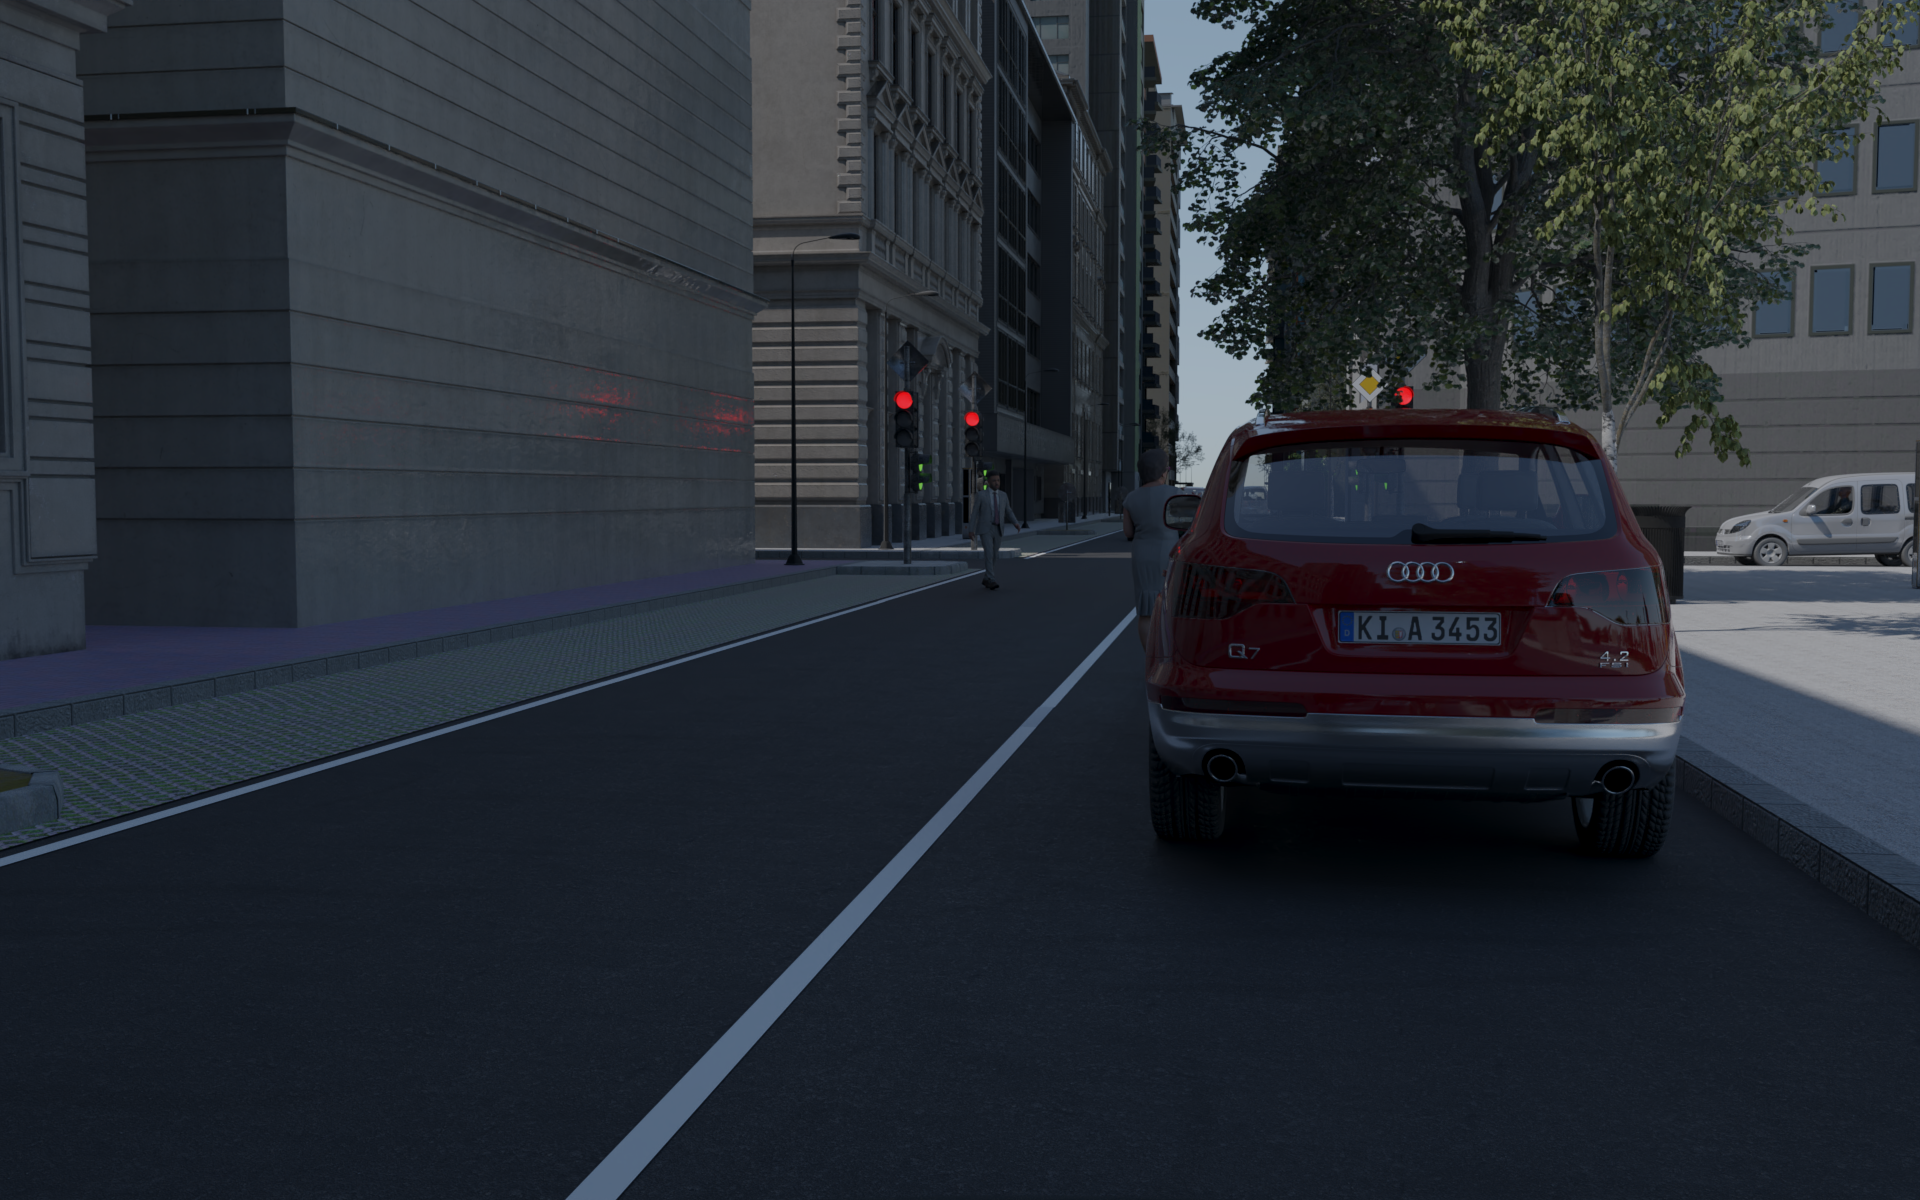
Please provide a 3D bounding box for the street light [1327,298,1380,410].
[{"bbox_3d":[9.158,-4.144,40.288,1.470,5.913,1.316,1,4,9],"label":"street light"}]

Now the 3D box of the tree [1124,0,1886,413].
[{"bbox_3d":[7.091,-7.110,22.896,9.857,13.997,8.962,0,3,0],"label":"tree"}]

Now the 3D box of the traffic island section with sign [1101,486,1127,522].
[{"bbox_3d":[8.228,-4.856,88.028,1.989,1.847,2.006,1,4,9],"label":"traffic island section with sign"}]

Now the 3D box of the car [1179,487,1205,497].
[{"bbox_3d":[11.779,-4.872,88.326,2.281,1.827,5.304,1,4,9],"label":"car"}]

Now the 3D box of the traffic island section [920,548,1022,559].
[{"bbox_3d":[0.305,-1.067,39.724,2.009,0.180,2.903,1,4,9],"label":"traffic island section"}]

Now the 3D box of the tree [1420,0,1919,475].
[{"bbox_3d":[6.123,-3.986,15.526,4.737,8.622,4.395,0,3,0],"label":"tree"}]

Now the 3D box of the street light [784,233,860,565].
[{"bbox_3d":[-2.459,-3.577,31.021,1.470,5.913,1.316,1,4,9],"label":"street light"}]

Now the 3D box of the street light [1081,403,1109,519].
[{"bbox_3d":[6.904,-7.091,88.481,1.470,5.913,1.316,1,4,9],"label":"street light"}]

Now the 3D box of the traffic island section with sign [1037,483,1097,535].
[{"bbox_3d":[3.805,-3.207,61.063,1.989,1.847,2.006,1,4,9],"label":"traffic island section with sign"}]

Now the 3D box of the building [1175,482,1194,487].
[{"bbox_3d":[18.809,-34.726,259.647,32.217,40.220,23.993,1,4,9],"label":"building"}]

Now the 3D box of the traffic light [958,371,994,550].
[{"bbox_3d":[0.343,-3.099,39.583,0.839,4.253,0.868,1,4,9],"label":"traffic light"}]

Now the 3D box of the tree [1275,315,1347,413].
[{"bbox_3d":[14.892,-7.291,69.570,4.360,8.622,3.978,0,3,0],"label":"tree"}]

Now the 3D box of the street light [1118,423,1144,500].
[{"bbox_3d":[11.337,-8.751,115.616,1.470,5.913,1.316,1,4,9],"label":"street light"}]

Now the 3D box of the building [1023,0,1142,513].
[{"bbox_3d":[5.247,-26.792,121.641,14.154,41.232,14.086,1,4,9],"label":"building"}]

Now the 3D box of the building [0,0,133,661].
[{"bbox_3d":[-13.670,-10.315,4.809,11.583,22.565,21.152,1,4,9],"label":"building"}]

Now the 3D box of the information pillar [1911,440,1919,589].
[{"bbox_3d":[13.079,-1.156,23.390,0.304,2.012,0.304,1,4,17],"label":"information pillar"}]

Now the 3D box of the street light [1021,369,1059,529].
[{"bbox_3d":[2.965,-5.616,64.364,1.470,5.913,1.316,1,4,9],"label":"street light"}]

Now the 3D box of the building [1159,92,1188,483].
[{"bbox_3d":[15.787,-39.418,233.721,28.713,52.752,27.495,1,4,9],"label":"building"}]

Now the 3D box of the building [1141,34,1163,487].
[{"bbox_3d":[7.773,-31.227,165.189,22.147,44.769,28.867,1,4,9],"label":"building"}]

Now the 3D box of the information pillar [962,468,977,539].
[{"bbox_3d":[0.272,-2.732,49.156,0.304,2.012,0.304,-3,5,-45],"label":"information pillar"}]

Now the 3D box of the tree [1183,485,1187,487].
[{"bbox_3d":[35.639,-16.975,272.139,1.663,3.219,1.824,0,3,0],"label":"tree"}]

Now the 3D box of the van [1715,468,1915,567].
[{"bbox_3d":[16.984,-1.637,33.769,4.112,2.044,2.013,1,4,10],"label":"van"}]

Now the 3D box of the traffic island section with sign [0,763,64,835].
[{"bbox_3d":[-5.004,0.084,7.247,1.989,1.847,2.006,1,4,9],"label":"traffic island section with sign"}]

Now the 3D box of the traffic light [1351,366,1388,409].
[{"bbox_3d":[8.992,-3.013,38.188,0.839,4.253,0.868,1,4,9],"label":"traffic light"}]

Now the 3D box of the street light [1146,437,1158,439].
[{"bbox_3d":[15.322,-10.272,140.480,1.470,5.913,1.316,1,4,9],"label":"street light"}]

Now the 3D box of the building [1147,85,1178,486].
[{"bbox_3d":[14.985,-35.784,208.769,21.300,48.544,21.600,1,4,9],"label":"building"}]

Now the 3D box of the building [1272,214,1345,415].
[{"bbox_3d":[35.825,-23.691,159.046,14.160,30.474,14.107,1,4,9],"label":"building"}]

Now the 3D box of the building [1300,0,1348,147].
[{"bbox_3d":[42.461,-45.017,174.277,20.563,71.187,20.611,1,4,9],"label":"building"}]

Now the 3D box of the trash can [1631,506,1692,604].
[{"bbox_3d":[8.175,-0.531,20.330,0.748,1.137,0.748,0,3,0],"label":"trash can"}]

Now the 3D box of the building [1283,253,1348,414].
[{"bbox_3d":[39.939,-17.851,136.900,27.650,21.520,28.899,1,4,9],"label":"building"}]

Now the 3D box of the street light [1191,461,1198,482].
[{"bbox_3d":[32.550,-16.685,245.338,1.470,5.913,1.316,1,4,9],"label":"street light"}]

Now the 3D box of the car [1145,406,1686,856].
[{"bbox_3d":[2.091,0.009,8.532,2.281,1.827,5.304,1,4,11],"label":"car"}]

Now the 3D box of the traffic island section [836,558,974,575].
[{"bbox_3d":[-0.986,-0.585,31.844,2.009,0.180,2.903,1,4,9],"label":"traffic island section"}]

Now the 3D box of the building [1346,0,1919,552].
[{"bbox_3d":[25.315,-30.770,45.081,28.212,58.520,21.231,1,4,9],"label":"building"}]

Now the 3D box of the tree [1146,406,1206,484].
[{"bbox_3d":[21.782,-15.174,182.503,8.767,10.594,7.601,1,4,13],"label":"tree"}]

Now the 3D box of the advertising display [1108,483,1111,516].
[{"bbox_3d":[8.662,-5.815,100.289,0.123,1.923,0.974,0,4,8],"label":"advertising display"}]

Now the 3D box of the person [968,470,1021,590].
[{"bbox_3d":[0.485,-1.059,26.086,0.678,1.792,0.850,-2,4,-24],"label":"person"}]

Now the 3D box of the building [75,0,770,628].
[{"bbox_3d":[-26.217,-15.319,26.875,44.131,29.872,17.030,1,4,9],"label":"building"}]

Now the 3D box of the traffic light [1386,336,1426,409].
[{"bbox_3d":[7.701,-2.531,30.307,0.839,4.253,0.868,1,4,9],"label":"traffic light"}]

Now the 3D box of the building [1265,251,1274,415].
[{"bbox_3d":[55.705,-36.550,252.220,22.147,44.769,28.867,1,4,9],"label":"building"}]

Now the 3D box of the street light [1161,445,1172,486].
[{"bbox_3d":[19.303,-11.731,164.340,1.470,5.913,1.316,1,4,9],"label":"street light"}]

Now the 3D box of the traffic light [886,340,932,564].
[{"bbox_3d":[-0.948,-2.617,31.703,0.839,4.253,0.868,1,4,9],"label":"traffic light"}]

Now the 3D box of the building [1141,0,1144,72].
[{"bbox_3d":[3.512,-31.584,140.102,21.300,48.544,21.600,1,4,9],"label":"building"}]

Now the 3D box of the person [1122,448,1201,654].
[{"bbox_3d":[1.626,-0.274,13.342,0.716,1.782,0.532,1,4,21],"label":"person"}]

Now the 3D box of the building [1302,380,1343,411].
[{"bbox_3d":[29.964,-47.508,89.423,22.319,86.520,31.000,1,4,9],"label":"building"}]

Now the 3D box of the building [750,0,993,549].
[{"bbox_3d":[-5.560,-13.508,49.739,11.050,23.489,19.941,1,4,9],"label":"building"}]

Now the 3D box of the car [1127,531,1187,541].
[{"bbox_3d":[6.270,-2.617,54.582,2.131,1.459,4.920,1,4,9],"label":"car"}]

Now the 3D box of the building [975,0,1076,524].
[{"bbox_3d":[-3.479,-15.657,75.055,14.314,24.678,30.058,1,4,9],"label":"building"}]

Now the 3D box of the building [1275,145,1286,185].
[{"bbox_3d":[52.065,-36.910,227.178,21.300,48.544,21.600,1,4,9],"label":"building"}]

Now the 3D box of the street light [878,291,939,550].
[{"bbox_3d":[-1.173,-4.115,39.823,1.470,5.913,1.316,1,4,9],"label":"street light"}]

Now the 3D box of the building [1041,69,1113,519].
[{"bbox_3d":[1.844,-18.638,102.000,12.463,27.353,25.104,1,4,9],"label":"building"}]
